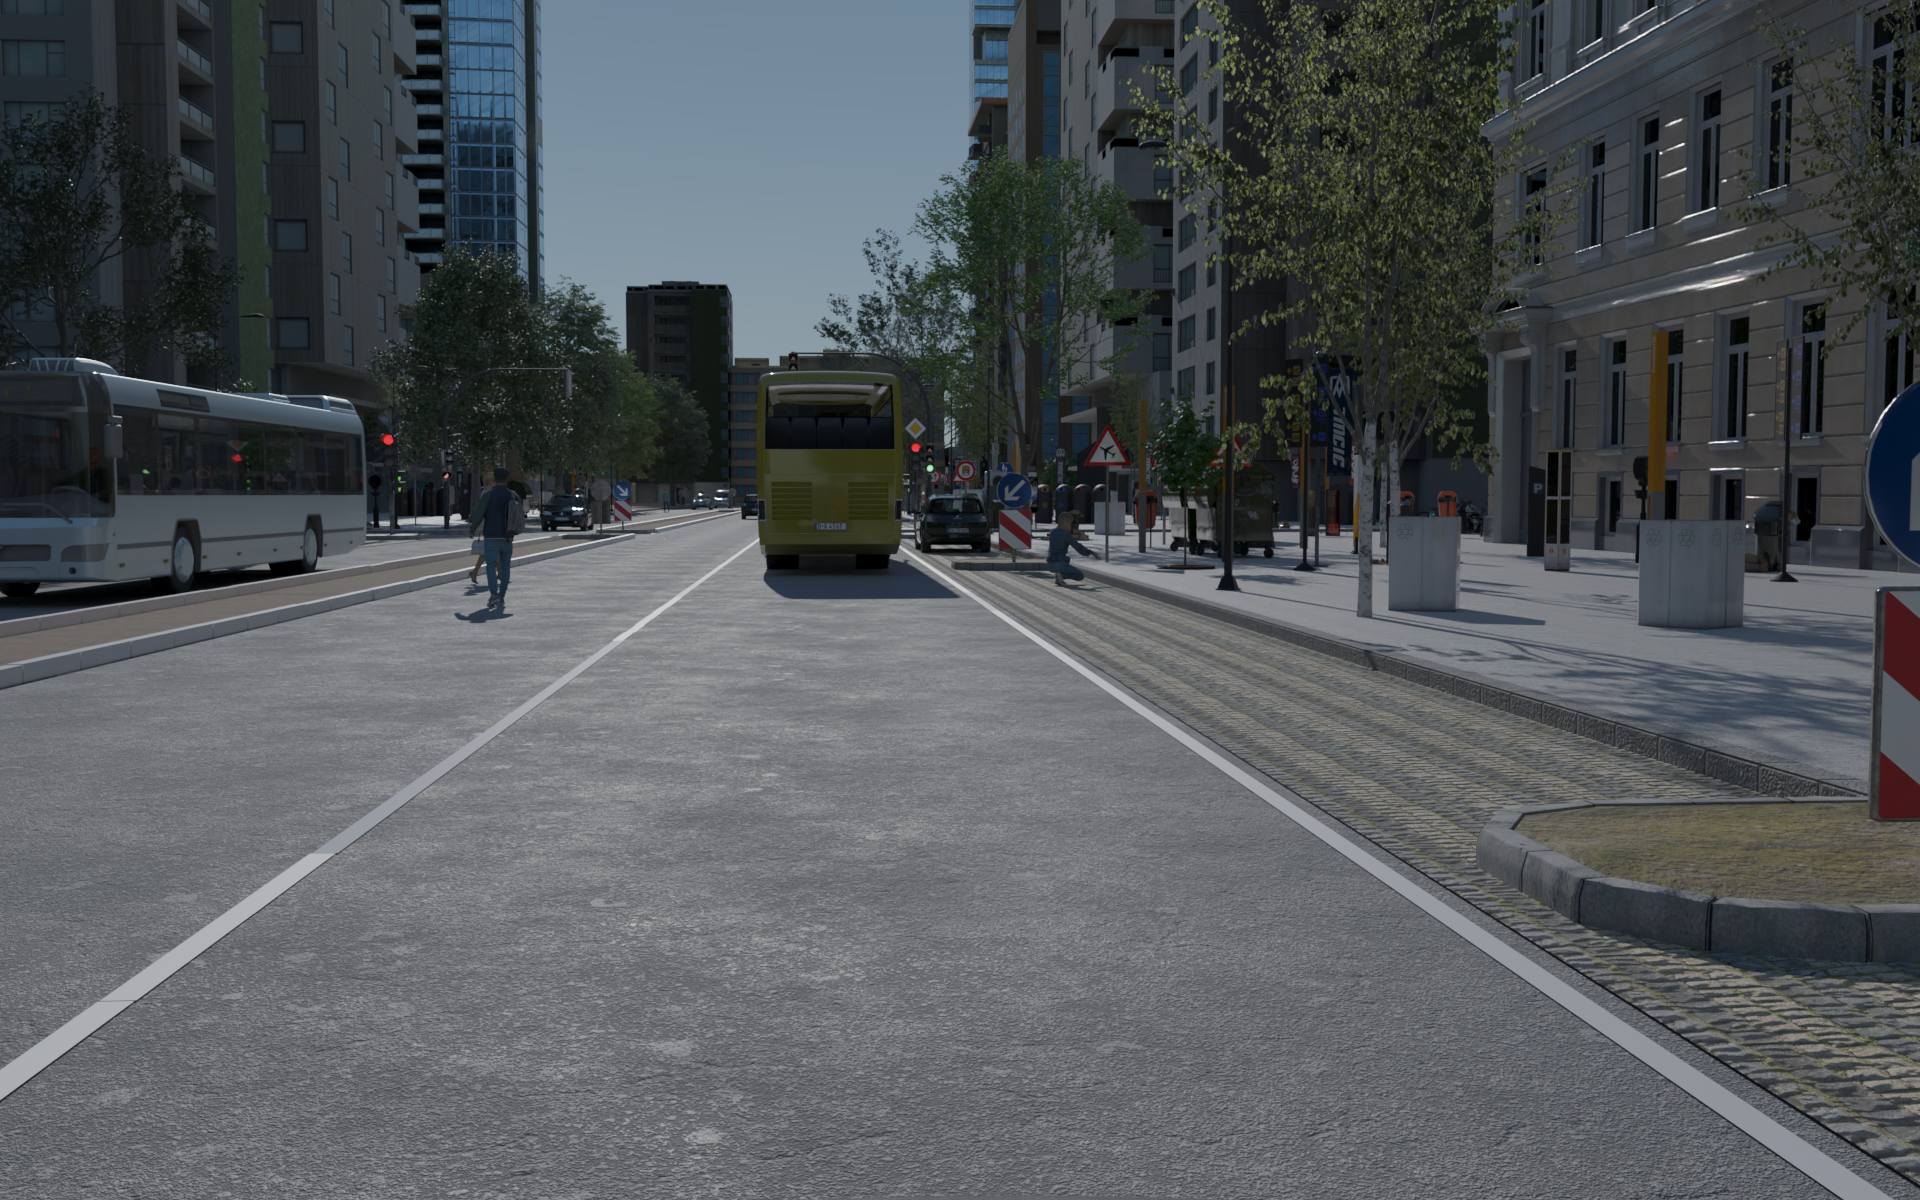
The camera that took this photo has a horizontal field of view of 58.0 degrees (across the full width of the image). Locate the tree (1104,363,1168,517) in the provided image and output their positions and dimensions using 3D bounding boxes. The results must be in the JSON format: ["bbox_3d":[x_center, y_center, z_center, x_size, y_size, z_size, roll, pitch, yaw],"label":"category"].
[{"bbox_3d":[9.800,-8.889,95.701,4.737,8.622,4.395,0,3,0],"label":"tree"}]

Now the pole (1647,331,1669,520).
[{"bbox_3d":[8.793,-1.713,21.856,0.158,3.312,0.155,0,3,0],"label":"pole"}]

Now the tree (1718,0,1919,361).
[{"bbox_3d":[11.134,-4.239,19.667,4.360,8.622,3.978,0,3,0],"label":"tree"}]

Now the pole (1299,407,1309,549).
[{"bbox_3d":[8.091,-2.865,40.678,0.158,3.312,0.155,0,3,0],"label":"pole"}]

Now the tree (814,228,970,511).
[{"bbox_3d":[-5.387,-16.544,126.384,12.611,20.169,13.585,0,3,0],"label":"tree"}]

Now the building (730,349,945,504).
[{"bbox_3d":[-17.552,-24.622,247.614,28.899,21.520,27.650,0,4,-5],"label":"building"}]

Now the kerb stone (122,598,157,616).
[{"bbox_3d":[-9.830,0.099,20.572,0.120,0.150,1.000,0,4,-5],"label":"kerb stone"}]

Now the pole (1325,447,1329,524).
[{"bbox_3d":[14.885,-4.671,70.213,0.158,3.312,0.155,0,3,0],"label":"pole"}]

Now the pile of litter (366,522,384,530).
[{"bbox_3d":[-21.565,-2.944,62.093,1.719,0.858,1.176,-1,4,-10],"label":"pile of litter"}]

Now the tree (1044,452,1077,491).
[{"bbox_3d":[8.173,-9.125,132.911,4.285,4.588,4.351,0,3,0],"label":"tree"}]

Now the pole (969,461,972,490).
[{"bbox_3d":[0.670,-6.997,108.243,0.158,3.312,0.155,0,3,0],"label":"pole"}]

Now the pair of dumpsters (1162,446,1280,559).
[{"bbox_3d":[5.450,-2.073,36.393,1.574,2.255,4.437,0,4,-5],"label":"pair of dumpsters"}]

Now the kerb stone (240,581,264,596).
[{"bbox_3d":[-10.164,-0.150,24.654,0.120,0.150,1.000,0,4,-5],"label":"kerb stone"}]

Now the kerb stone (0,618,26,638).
[{"bbox_3d":[-9.589,0.287,17.505,0.120,0.150,1.000,0,4,-5],"label":"kerb stone"}]

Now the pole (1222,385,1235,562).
[{"bbox_3d":[5.042,-2.367,32.539,0.158,3.312,0.155,0,3,0],"label":"pole"}]

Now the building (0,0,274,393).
[{"bbox_3d":[-40.695,-24.143,78.339,14.154,41.232,14.086,0,4,-5],"label":"building"}]

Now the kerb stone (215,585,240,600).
[{"bbox_3d":[-10.086,-0.081,23.633,0.120,0.150,1.000,0,4,-5],"label":"kerb stone"}]

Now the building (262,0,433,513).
[{"bbox_3d":[-49.876,-31.702,107.561,28.713,52.752,27.495,0,4,-5],"label":"building"}]

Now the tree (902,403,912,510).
[{"bbox_3d":[-3.171,-9.827,111.026,4.737,8.622,4.395,0,3,0],"label":"tree"}]

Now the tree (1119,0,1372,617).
[{"bbox_3d":[4.102,-4.140,18.057,4.360,8.622,3.978,0,3,0],"label":"tree"}]

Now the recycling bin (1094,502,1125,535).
[{"bbox_3d":[4.738,-2.581,54.752,0.722,1.027,0.722,-3,5,-41],"label":"recycling bin"}]

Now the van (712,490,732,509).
[{"bbox_3d":[-23.585,-10.099,172.137,2.013,2.044,4.112,0,4,-5],"label":"van"}]

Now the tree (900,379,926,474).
[{"bbox_3d":[-7.943,-16.902,182.999,9.857,13.997,8.962,0,3,0],"label":"tree"}]

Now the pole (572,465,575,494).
[{"bbox_3d":[-25.385,-7.329,113.677,0.158,3.312,0.155,0,3,0],"label":"pole"}]

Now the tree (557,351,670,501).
[{"bbox_3d":[-25.967,-12.058,122.905,9.928,11.665,9.643,0,3,0],"label":"tree"}]

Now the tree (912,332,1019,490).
[{"bbox_3d":[0.586,-7.904,79.585,4.737,8.622,4.395,0,3,0],"label":"tree"}]

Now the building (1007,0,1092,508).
[{"bbox_3d":[11.851,-30.821,154.038,14.600,45.320,14.200,0,4,-5],"label":"building"}]

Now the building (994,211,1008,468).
[{"bbox_3d":[10.115,-24.292,168.867,14.160,30.474,14.107,0,4,-5],"label":"building"}]

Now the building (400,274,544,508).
[{"bbox_3d":[-52.441,-18.638,149.777,27.650,21.520,28.899,0,4,-5],"label":"building"}]

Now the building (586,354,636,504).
[{"bbox_3d":[-60.849,-24.380,243.647,28.899,21.520,27.650,0,4,-5],"label":"building"}]

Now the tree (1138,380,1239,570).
[{"bbox_3d":[3.875,-2.140,29.589,1.663,3.219,1.824,0,3,0],"label":"tree"}]

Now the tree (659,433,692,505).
[{"bbox_3d":[-33.348,-15.665,206.482,4.360,8.622,3.978,0,3,0],"label":"tree"}]

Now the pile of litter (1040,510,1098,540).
[{"bbox_3d":[3.080,-2.102,48.338,1.719,0.858,1.176,3,5,42],"label":"pile of litter"}]

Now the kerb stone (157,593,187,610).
[{"bbox_3d":[-9.920,0.039,21.593,0.120,0.150,1.000,0,4,-5],"label":"kerb stone"}]

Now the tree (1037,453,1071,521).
[{"bbox_3d":[4.467,-5.310,81.419,1.663,3.219,1.824,0,3,0],"label":"tree"}]

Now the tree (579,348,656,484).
[{"bbox_3d":[-26.906,-13.224,134.332,7.486,12.596,7.792,0,3,0],"label":"tree"}]

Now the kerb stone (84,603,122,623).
[{"bbox_3d":[-9.757,0.162,19.548,0.120,0.150,1.000,0,4,-5],"label":"kerb stone"}]

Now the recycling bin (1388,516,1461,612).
[{"bbox_3d":[5.160,-0.408,19.229,0.722,1.027,0.722,1,4,20],"label":"recycling bin"}]

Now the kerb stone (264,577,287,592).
[{"bbox_3d":[-10.239,-0.213,25.675,0.120,0.150,1.000,0,4,-5],"label":"kerb stone"}]

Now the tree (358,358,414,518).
[{"bbox_3d":[-29.341,-8.528,89.797,4.360,8.622,3.978,0,3,0],"label":"tree"}]

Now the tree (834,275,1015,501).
[{"bbox_3d":[-1.982,-11.427,97.195,12.009,13.543,11.850,0,3,0],"label":"tree"}]

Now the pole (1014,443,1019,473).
[{"bbox_3d":[2.229,-4.581,68.736,0.158,3.312,0.155,0,3,0],"label":"pole"}]

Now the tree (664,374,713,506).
[{"bbox_3d":[-30.282,-16.851,182.173,9.857,13.997,8.962,0,3,0],"label":"tree"}]

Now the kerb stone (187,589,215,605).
[{"bbox_3d":[-10.000,-0.026,22.613,0.120,0.150,1.000,0,4,-5],"label":"kerb stone"}]

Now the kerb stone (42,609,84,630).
[{"bbox_3d":[-9.673,0.227,18.524,0.120,0.150,1.000,0,4,-5],"label":"kerb stone"}]

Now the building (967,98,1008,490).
[{"bbox_3d":[12.306,-32.787,190.684,22.147,44.769,28.867,0,4,-5],"label":"building"}]

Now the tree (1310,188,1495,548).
[{"bbox_3d":[10.385,-5.564,41.341,4.737,8.622,4.395,0,3,0],"label":"tree"}]

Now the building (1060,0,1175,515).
[{"bbox_3d":[21.865,-32.271,116.873,28.713,52.752,27.495,0,4,-5],"label":"building"}]

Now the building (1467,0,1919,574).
[{"bbox_3d":[20.894,-15.298,36.030,13.634,28.700,20.117,0,4,-5],"label":"building"}]

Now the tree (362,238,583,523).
[{"bbox_3d":[-21.714,-9.826,77.665,9.611,12.733,9.660,0,3,0],"label":"tree"}]

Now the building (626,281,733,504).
[{"bbox_3d":[-38.377,-28.520,237.994,14.107,30.474,14.160,0,4,-5],"label":"building"}]

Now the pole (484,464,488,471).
[{"bbox_3d":[-29.891,-7.061,109.286,0.158,3.312,0.155,0,3,0],"label":"pole"}]

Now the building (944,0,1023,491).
[{"bbox_3d":[13.133,-56.996,244.558,31.000,86.520,22.319,0,4,-5],"label":"building"}]

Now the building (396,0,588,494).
[{"bbox_3d":[-57.931,-53.489,187.212,31.000,86.520,22.319,0,4,-5],"label":"building"}]

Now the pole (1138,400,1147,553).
[{"bbox_3d":[3.982,-2.687,37.769,0.158,3.312,0.155,0,3,0],"label":"pole"}]

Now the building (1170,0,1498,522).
[{"bbox_3d":[18.413,-19.057,83.283,14.107,30.474,14.160,0,4,-5],"label":"building"}]

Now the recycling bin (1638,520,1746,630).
[{"bbox_3d":[7.096,-0.260,16.804,0.722,1.027,0.722,-3,4,-36],"label":"recycling bin"}]

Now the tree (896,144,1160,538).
[{"bbox_3d":[1.995,-7.638,50.644,9.928,11.665,9.643,0,3,0],"label":"tree"}]
